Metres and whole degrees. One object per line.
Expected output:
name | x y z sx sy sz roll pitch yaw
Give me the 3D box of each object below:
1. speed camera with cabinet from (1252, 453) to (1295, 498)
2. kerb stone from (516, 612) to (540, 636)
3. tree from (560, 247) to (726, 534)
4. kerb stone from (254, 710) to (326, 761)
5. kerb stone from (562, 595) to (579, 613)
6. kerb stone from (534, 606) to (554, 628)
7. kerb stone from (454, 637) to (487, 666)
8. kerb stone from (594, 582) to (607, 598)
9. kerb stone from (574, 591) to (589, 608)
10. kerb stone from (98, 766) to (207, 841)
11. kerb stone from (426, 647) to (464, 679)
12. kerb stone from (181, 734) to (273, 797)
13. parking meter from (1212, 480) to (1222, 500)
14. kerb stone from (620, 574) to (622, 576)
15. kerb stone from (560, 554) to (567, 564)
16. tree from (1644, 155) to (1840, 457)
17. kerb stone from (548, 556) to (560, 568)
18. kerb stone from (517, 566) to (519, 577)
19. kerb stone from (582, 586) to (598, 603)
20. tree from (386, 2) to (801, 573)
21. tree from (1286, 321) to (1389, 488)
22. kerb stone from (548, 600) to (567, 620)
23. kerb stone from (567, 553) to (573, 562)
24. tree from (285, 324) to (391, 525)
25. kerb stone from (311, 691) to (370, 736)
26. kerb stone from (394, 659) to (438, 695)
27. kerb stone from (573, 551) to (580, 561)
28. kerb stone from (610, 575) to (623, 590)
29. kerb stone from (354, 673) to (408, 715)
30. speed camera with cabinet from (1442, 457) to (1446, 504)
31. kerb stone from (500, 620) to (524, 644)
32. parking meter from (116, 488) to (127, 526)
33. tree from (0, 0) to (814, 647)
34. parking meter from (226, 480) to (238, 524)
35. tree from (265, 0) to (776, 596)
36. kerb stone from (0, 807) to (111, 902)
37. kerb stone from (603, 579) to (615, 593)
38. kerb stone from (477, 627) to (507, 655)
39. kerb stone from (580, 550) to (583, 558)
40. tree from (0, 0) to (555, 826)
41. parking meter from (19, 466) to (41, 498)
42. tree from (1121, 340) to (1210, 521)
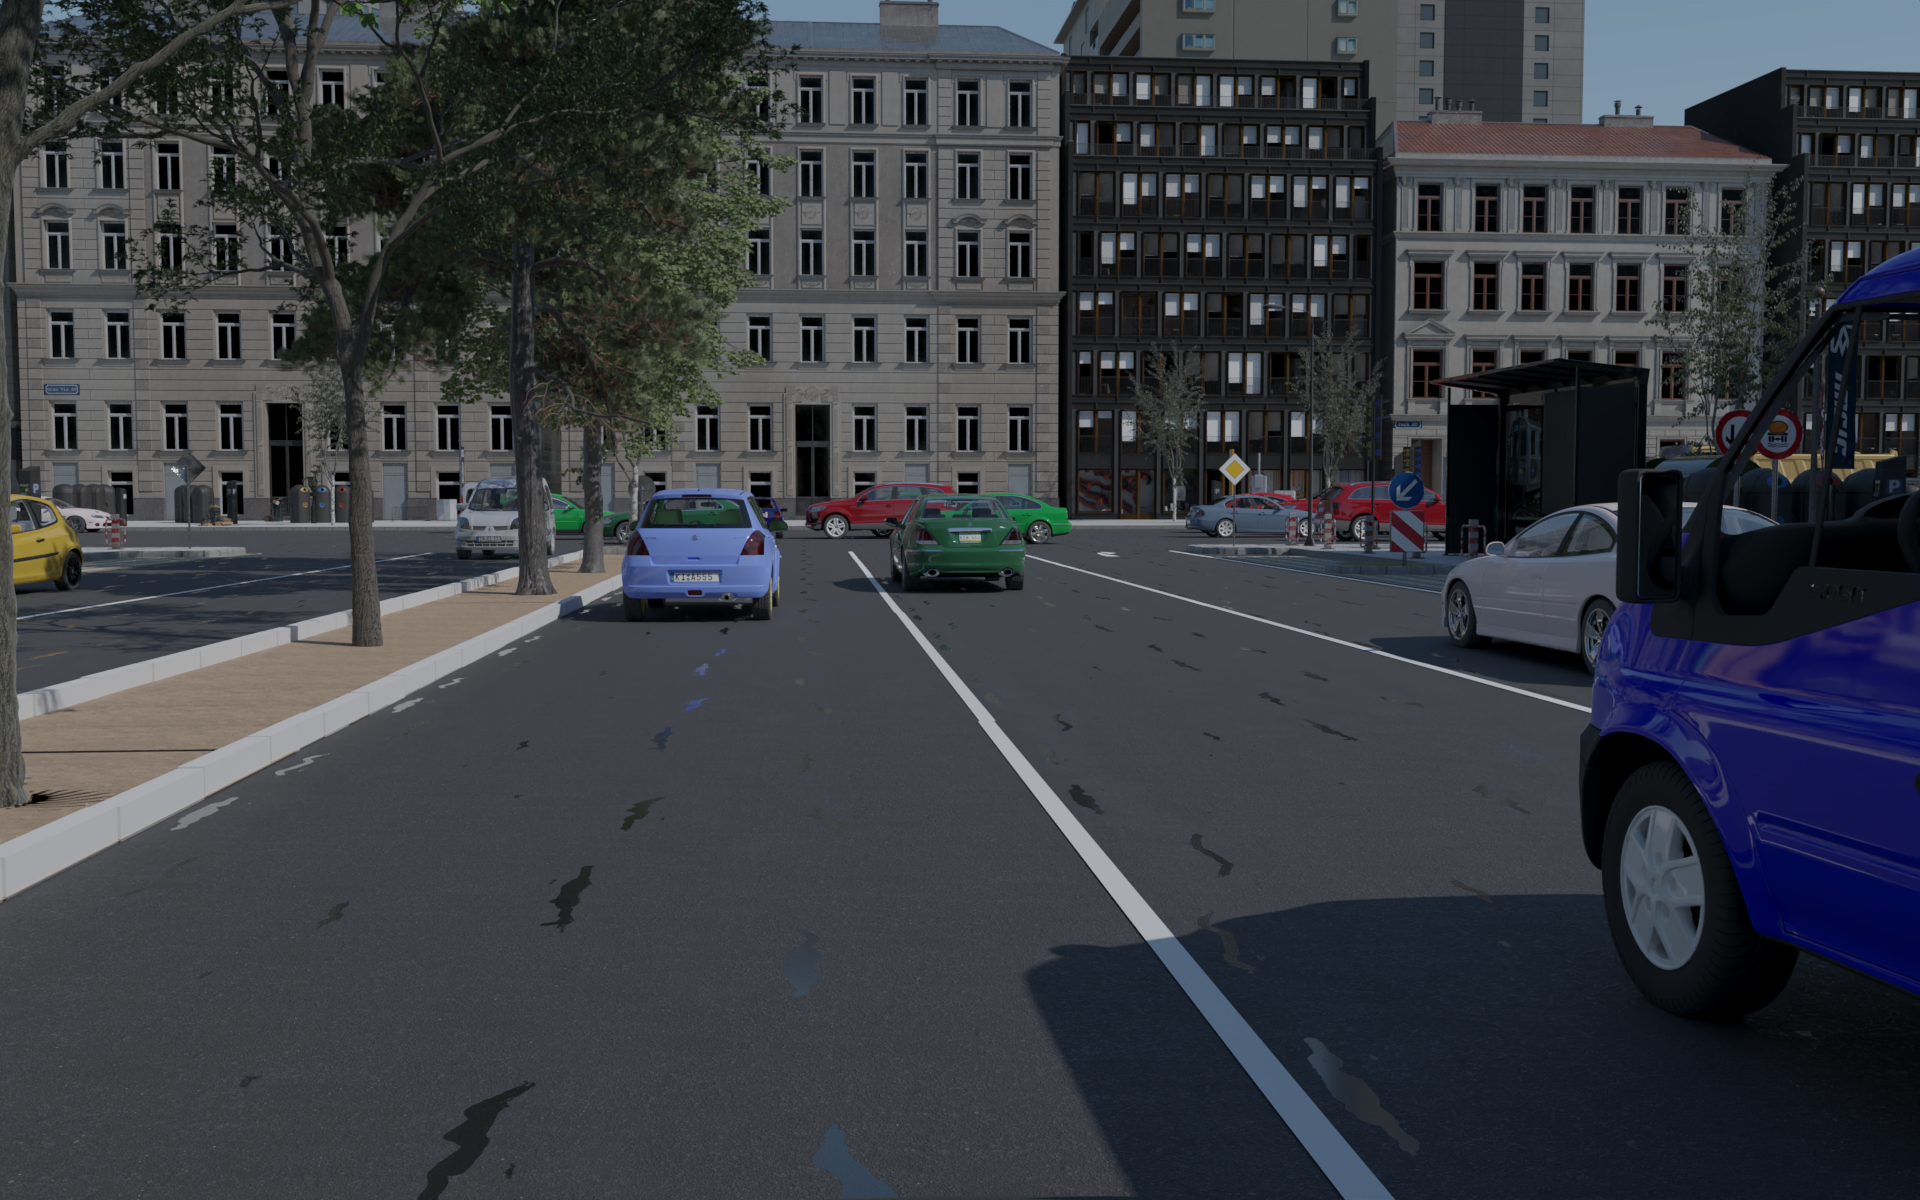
speed camera with cabinet | 15.120 -5.454 83.500 2.038 3.252 0.660 1 4 17
kerb stone | -4.500 0.263 17.895 0.120 0.150 1.000 0 4 -5
tree | -7.090 -5.180 37.506 4.360 8.622 3.978 0 3 0
kerb stone | -3.759 0.765 9.684 0.120 0.150 1.000 0 4 -5
kerb stone | -4.775 0.075 20.969 0.120 0.150 1.000 0 4 -5
kerb stone | -4.593 0.201 18.917 0.120 0.150 1.000 0 4 -5
kerb stone | -4.220 0.451 14.824 0.120 0.150 1.000 0 4 -5
kerb stone | -5.049 -0.112 24.037 0.120 0.150 1.000 0 4 -5
kerb stone | -4.863 0.016 21.991 0.120 0.150 1.000 0 4 -5
kerb stone | -3.564 0.896 7.628 0.120 0.150 1.000 0 4 -5
kerb stone | -4.132 0.513 13.802 0.120 0.150 1.000 0 4 -5
kerb stone | -3.662 0.828 8.654 0.120 0.150 1.000 0 4 -5
parking meter | 10.617 -4.029 71.587 0.399 1.863 0.255 0 4 -5
kerb stone | -5.332 -0.298 27.111 0.120 0.150 1.000 0 4 -5
kerb stone | -8.160 -0.792 35.137 0.120 0.150 1.000 0 4 -5
tree | 17.305 -5.411 38.833 4.360 8.622 3.978 0 3 0
kerb stone | -8.070 -0.726 34.116 0.120 0.150 1.000 0 4 -5
kerb stone | -7.706 -0.479 30.025 0.120 0.150 1.000 0 4 -5
kerb stone | -4.959 -0.050 23.014 0.120 0.150 1.000 0 4 -5
tree | -6.782 -6.776 31.378 7.486 12.596 7.792 0 3 0
tree | 16.100 -7.590 74.451 4.360 8.622 3.978 0 3 0
kerb stone | -4.686 0.138 19.939 0.120 0.150 1.000 0 4 -5
kerb stone | -8.258 -0.853 36.164 0.120 0.150 1.000 0 4 -5
tree | -25.647 -7.374 70.931 4.360 8.622 3.978 0 3 0
kerb stone | -3.848 0.707 10.706 0.120 0.150 1.000 0 4 -5
kerb stone | -4.037 0.577 12.766 0.120 0.150 1.000 0 4 -5
kerb stone | -8.344 -0.917 37.186 0.120 0.150 1.000 0 4 -5
kerb stone | -5.235 -0.238 26.090 0.120 0.150 1.000 0 4 -5
kerb stone | -3.935 0.641 11.728 0.120 0.150 1.000 0 4 -5
speed camera with cabinet | 12.080 -2.836 40.704 0.660 3.252 2.038 3 5 44
kerb stone | -4.410 0.329 16.873 0.120 0.150 1.000 0 4 -5
parking meter | -33.391 -3.704 68.966 0.372 1.533 0.369 0 3 0
tree | -5.567 -4.857 16.277 8.767 10.594 7.601 0 4 -5
parking meter | -30.909 -4.148 73.533 0.255 1.863 0.399 1 4 18
tree | -6.130 -6.097 24.207 6.751 12.117 7.091 0 3 0
kerb stone | -3.473 0.953 6.606 0.120 0.150 1.000 0 4 -5
kerb stone | -5.150 -0.174 25.058 0.120 0.150 1.000 0 4 -5
kerb stone | -4.312 0.388 15.846 0.120 0.150 1.000 0 4 -5
kerb stone | -8.440 -0.972 38.208 0.120 0.150 1.000 0 4 -5
tree | -4.375 -4.847 7.468 9.928 11.665 9.643 0 3 0
parking meter | -19.358 -1.857 36.074 0.255 1.863 0.399 1 4 8
tree | 9.952 -8.034 81.716 4.360 8.622 3.978 0 3 0
